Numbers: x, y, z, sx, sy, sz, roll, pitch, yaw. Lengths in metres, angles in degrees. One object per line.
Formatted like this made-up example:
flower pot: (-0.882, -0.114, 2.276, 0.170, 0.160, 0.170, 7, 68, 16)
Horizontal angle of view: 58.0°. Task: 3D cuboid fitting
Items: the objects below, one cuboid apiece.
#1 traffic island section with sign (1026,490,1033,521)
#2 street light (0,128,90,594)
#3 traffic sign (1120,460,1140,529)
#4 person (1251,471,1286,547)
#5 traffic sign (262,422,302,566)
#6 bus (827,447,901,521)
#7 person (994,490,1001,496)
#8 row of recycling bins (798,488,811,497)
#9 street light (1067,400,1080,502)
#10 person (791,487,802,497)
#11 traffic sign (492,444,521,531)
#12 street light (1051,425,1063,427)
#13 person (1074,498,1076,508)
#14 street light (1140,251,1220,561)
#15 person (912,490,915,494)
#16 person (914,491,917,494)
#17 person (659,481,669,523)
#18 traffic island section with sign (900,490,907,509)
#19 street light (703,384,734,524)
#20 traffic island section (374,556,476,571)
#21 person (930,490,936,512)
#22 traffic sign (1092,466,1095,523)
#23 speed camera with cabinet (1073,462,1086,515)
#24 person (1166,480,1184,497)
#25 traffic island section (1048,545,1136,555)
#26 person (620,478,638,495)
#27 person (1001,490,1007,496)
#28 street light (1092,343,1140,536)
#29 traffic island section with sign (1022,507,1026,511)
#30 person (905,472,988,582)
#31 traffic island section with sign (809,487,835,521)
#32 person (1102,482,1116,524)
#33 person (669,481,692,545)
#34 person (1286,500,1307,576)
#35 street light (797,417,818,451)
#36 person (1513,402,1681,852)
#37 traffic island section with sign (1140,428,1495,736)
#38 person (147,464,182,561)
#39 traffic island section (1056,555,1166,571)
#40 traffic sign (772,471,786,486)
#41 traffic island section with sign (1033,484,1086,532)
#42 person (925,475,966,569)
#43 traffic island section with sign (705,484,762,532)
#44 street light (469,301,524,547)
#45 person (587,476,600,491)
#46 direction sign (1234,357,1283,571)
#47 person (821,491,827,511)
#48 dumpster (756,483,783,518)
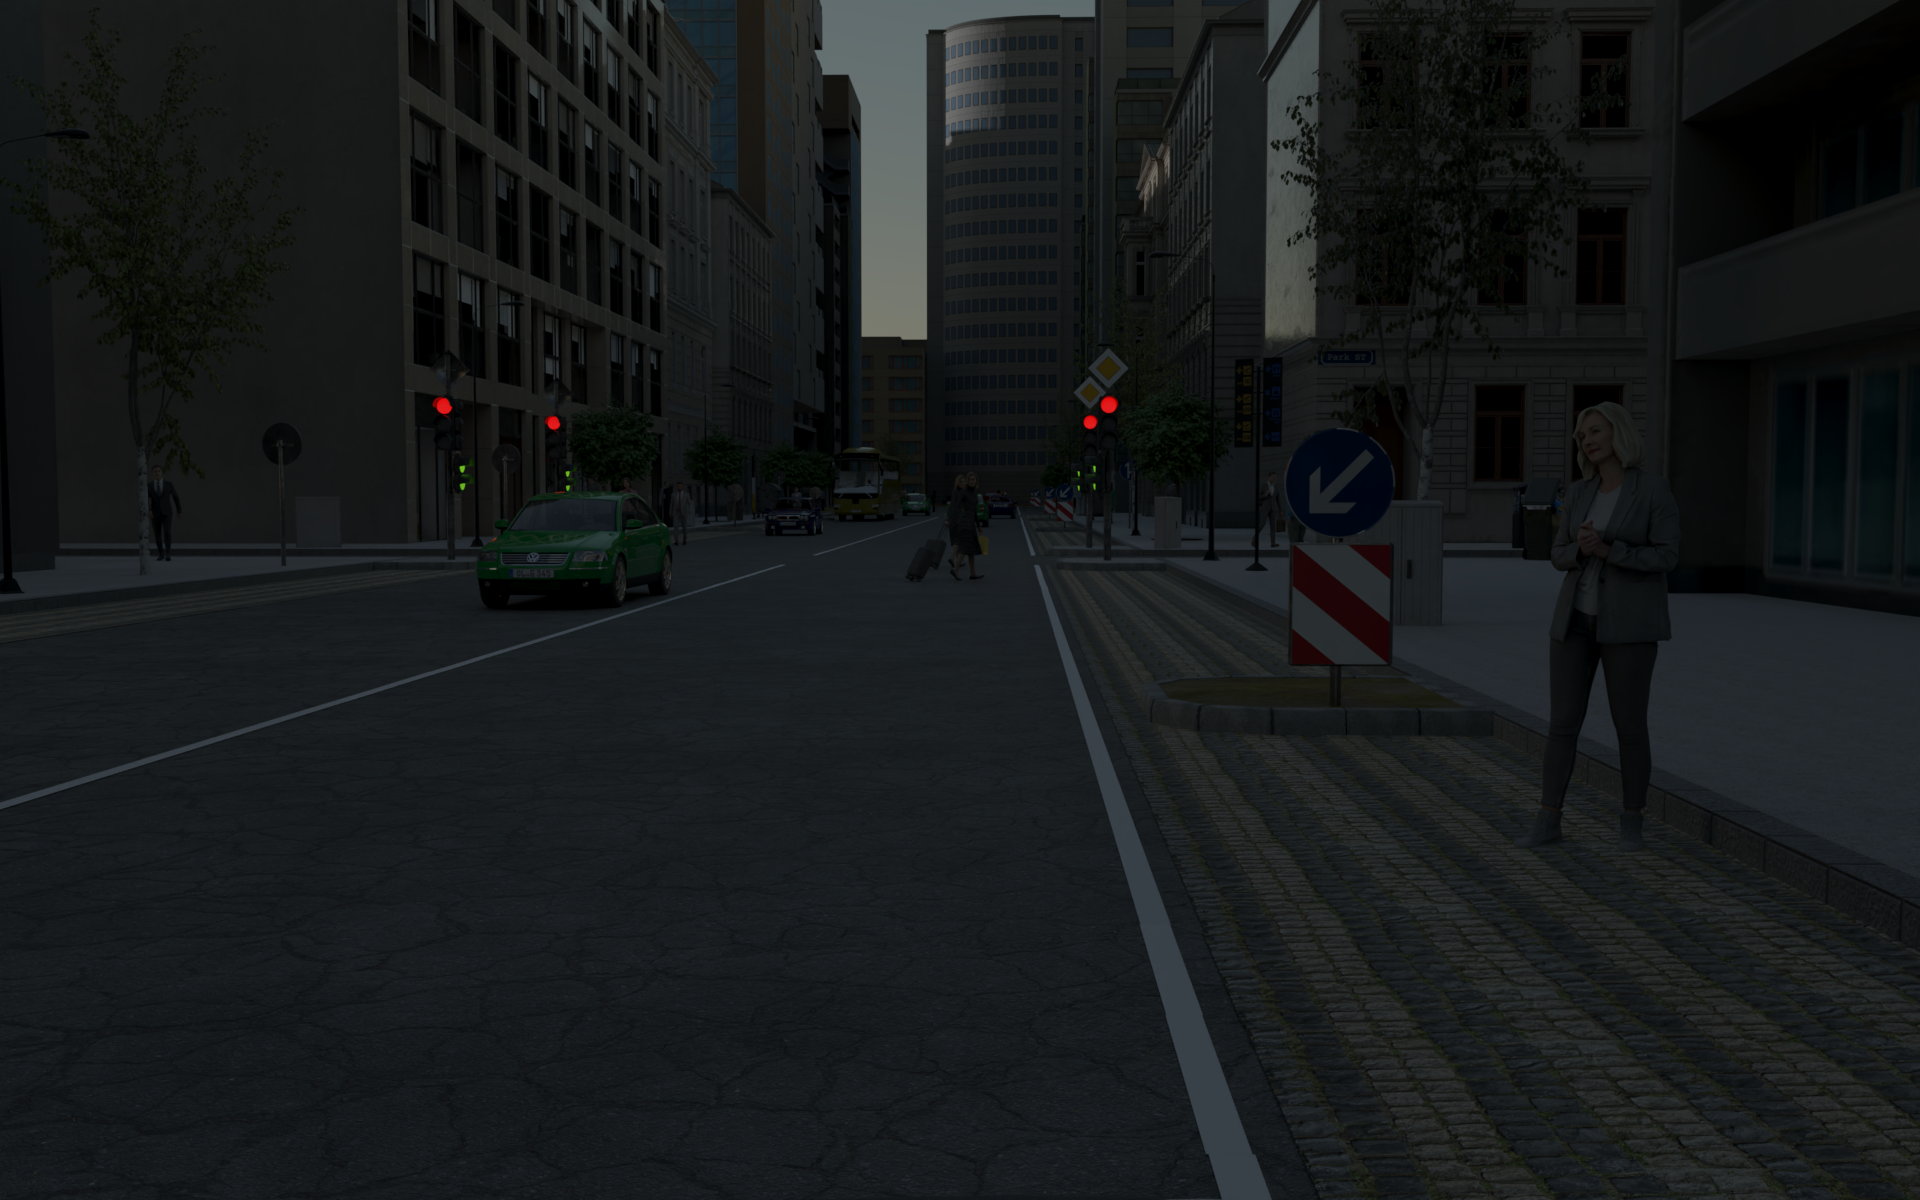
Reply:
traffic island section with sign: (4.702, -5.159, 92.983, 1.989, 1.847, 2.006, 0, 4, 2)
street light: (-11.752, -3.036, 22.177, 1.470, 5.913, 1.316, 0, 4, 2)
traffic sign: (6.295, -3.919, 64.188, 0.768, 2.556, 0.104, 0, 4, 4)
person: (7.441, -2.187, 41.767, 0.622, 1.834, 0.822, -2, 4, -27)
traffic sign: (-12.061, -1.878, 30.811, 0.768, 2.556, 0.104, 1, 4, 9)
bus: (-5.049, -6.323, 94.920, 2.896, 3.916, 12.252, 0, 4, 3)
person: (2.860, -7.260, 127.911, 1.217, 1.736, 0.721, 2, 4, 28)
row of recycling bins: (-9.831, -6.349, 110.923, 1.069, 1.692, 3.534, 0, 4, 4)
street light: (5.966, -6.902, 85.395, 1.470, 5.913, 1.316, 0, 4, 2)
person: (-8.248, -4.833, 87.713, 0.606, 1.804, 0.583, -1, 4, -14)
traffic sign: (-11.514, -2.680, 43.921, 0.768, 2.556, 0.104, 1, 4, 9)
street light: (6.836, -8.799, 116.407, 1.470, 5.913, 1.316, 0, 4, 2)
person: (10.669, -9.316, 159.074, 0.721, 1.735, 1.217, -2, 4, -30)
street light: (4.313, -3.716, 33.301, 1.470, 5.913, 1.316, 0, 4, 2)
person: (-5.006, -11.054, 188.871, 0.705, 1.869, 1.348, 1, 4, 20)
person: (-4.528, -9.993, 172.609, 0.721, 1.736, 1.217, -3, 4, -36)
person: (-12.058, -3.974, 71.145, 0.853, 1.813, 0.709, 2, 4, 23)
traffic island section with sign: (-5.459, -9.900, 170.495, 1.989, 1.847, 2.006, 0, 4, 2)
street light: (-10.227, -6.162, 73.296, 1.470, 5.913, 1.316, 0, 4, 2)
traffic island section: (-9.967, -0.709, 33.869, 2.009, 0.180, 2.903, 0, 4, 2)
person: (-2.163, -7.799, 136.845, 0.721, 1.723, 1.217, 1, 4, 17)
traffic sign: (5.873, -4.704, 77.020, 0.768, 2.556, 0.104, 0, 4, 3)
speed camera with cabinet: (7.498, -6.957, 108.075, 0.660, 3.252, 2.038, 1, 4, 15)
person: (6.394, -2.766, 51.456, 0.473, 1.802, 0.592, 0, 4, -4)
traffic island section: (3.113, -1.173, 41.453, 2.009, 0.180, 2.903, 0, 4, 2)
person: (-7.889, -1.986, 40.984, 0.555, 1.821, 0.388, -1, 4, -18)
person: (3.027, -6.804, 120.553, 0.742, 1.727, 0.445, 3, 5, 43)
street light: (4.886, -4.937, 53.257, 1.470, 5.913, 1.316, 0, 4, 2)
traffic island section with sign: (6.252, -8.263, 143.727, 1.989, 1.847, 2.006, 0, 4, 2)
person: (-0.188, -1.224, 28.733, 1.509, 1.804, 0.699, -2, 4, -24)
traffic island section with sign: (-7.807, -5.195, 93.570, 1.989, 1.847, 2.006, 0, 4, 2)
person: (6.467, -4.163, 74.352, 0.600, 1.795, 0.529, 2, 4, 35)
person: (-7.811, -2.426, 48.439, 0.678, 1.792, 0.850, 0, 4, 0)
person: (5.269, -1.257, 26.945, 0.601, 1.785, 0.444, -2, 4, -27)
street light: (-9.286, -8.075, 104.573, 1.470, 5.913, 1.316, 0, 4, 2)
person: (2.571, 0.109, 6.902, 0.526, 1.800, 0.537, -2, 4, -32)
traffic island section with sign: (2.191, -0.155, 11.155, 1.989, 1.847, 2.006, 0, 4, 2)
person: (-15.294, -1.674, 33.184, 0.659, 1.850, 0.755, -1, 4, -20)
traffic island section: (2.868, -0.684, 33.472, 2.009, 0.180, 2.903, 0, 4, 2)
traffic sign: (-9.968, -5.827, 95.381, 0.768, 2.556, 0.104, 1, 4, 11)
traffic island section with sign: (3.873, -3.511, 66.040, 1.989, 1.847, 2.006, 0, 4, 2)
person: (-0.268, -1.519, 33.546, 0.699, 1.804, 1.509, 3, 5, 40)
traffic island section with sign: (-8.642, -3.535, 66.432, 1.989, 1.847, 2.006, 0, 4, 2)
street light: (-11.176, -4.238, 41.840, 1.470, 5.913, 1.316, 0, 4, 2)
person: (-11.346, -2.891, 53.119, 0.447, 1.846, 0.655, 1, 4, 19)
direction sign: (4.969, -2.258, 28.911, 0.876, 3.537, 0.379, 3, 4, 38)
person: (-10.541, -7.803, 133.610, 0.705, 1.826, 1.348, 1, 4, 10)
dumpster: (-10.118, -5.268, 91.885, 1.264, 1.857, 1.865, 0, 4, 2)
